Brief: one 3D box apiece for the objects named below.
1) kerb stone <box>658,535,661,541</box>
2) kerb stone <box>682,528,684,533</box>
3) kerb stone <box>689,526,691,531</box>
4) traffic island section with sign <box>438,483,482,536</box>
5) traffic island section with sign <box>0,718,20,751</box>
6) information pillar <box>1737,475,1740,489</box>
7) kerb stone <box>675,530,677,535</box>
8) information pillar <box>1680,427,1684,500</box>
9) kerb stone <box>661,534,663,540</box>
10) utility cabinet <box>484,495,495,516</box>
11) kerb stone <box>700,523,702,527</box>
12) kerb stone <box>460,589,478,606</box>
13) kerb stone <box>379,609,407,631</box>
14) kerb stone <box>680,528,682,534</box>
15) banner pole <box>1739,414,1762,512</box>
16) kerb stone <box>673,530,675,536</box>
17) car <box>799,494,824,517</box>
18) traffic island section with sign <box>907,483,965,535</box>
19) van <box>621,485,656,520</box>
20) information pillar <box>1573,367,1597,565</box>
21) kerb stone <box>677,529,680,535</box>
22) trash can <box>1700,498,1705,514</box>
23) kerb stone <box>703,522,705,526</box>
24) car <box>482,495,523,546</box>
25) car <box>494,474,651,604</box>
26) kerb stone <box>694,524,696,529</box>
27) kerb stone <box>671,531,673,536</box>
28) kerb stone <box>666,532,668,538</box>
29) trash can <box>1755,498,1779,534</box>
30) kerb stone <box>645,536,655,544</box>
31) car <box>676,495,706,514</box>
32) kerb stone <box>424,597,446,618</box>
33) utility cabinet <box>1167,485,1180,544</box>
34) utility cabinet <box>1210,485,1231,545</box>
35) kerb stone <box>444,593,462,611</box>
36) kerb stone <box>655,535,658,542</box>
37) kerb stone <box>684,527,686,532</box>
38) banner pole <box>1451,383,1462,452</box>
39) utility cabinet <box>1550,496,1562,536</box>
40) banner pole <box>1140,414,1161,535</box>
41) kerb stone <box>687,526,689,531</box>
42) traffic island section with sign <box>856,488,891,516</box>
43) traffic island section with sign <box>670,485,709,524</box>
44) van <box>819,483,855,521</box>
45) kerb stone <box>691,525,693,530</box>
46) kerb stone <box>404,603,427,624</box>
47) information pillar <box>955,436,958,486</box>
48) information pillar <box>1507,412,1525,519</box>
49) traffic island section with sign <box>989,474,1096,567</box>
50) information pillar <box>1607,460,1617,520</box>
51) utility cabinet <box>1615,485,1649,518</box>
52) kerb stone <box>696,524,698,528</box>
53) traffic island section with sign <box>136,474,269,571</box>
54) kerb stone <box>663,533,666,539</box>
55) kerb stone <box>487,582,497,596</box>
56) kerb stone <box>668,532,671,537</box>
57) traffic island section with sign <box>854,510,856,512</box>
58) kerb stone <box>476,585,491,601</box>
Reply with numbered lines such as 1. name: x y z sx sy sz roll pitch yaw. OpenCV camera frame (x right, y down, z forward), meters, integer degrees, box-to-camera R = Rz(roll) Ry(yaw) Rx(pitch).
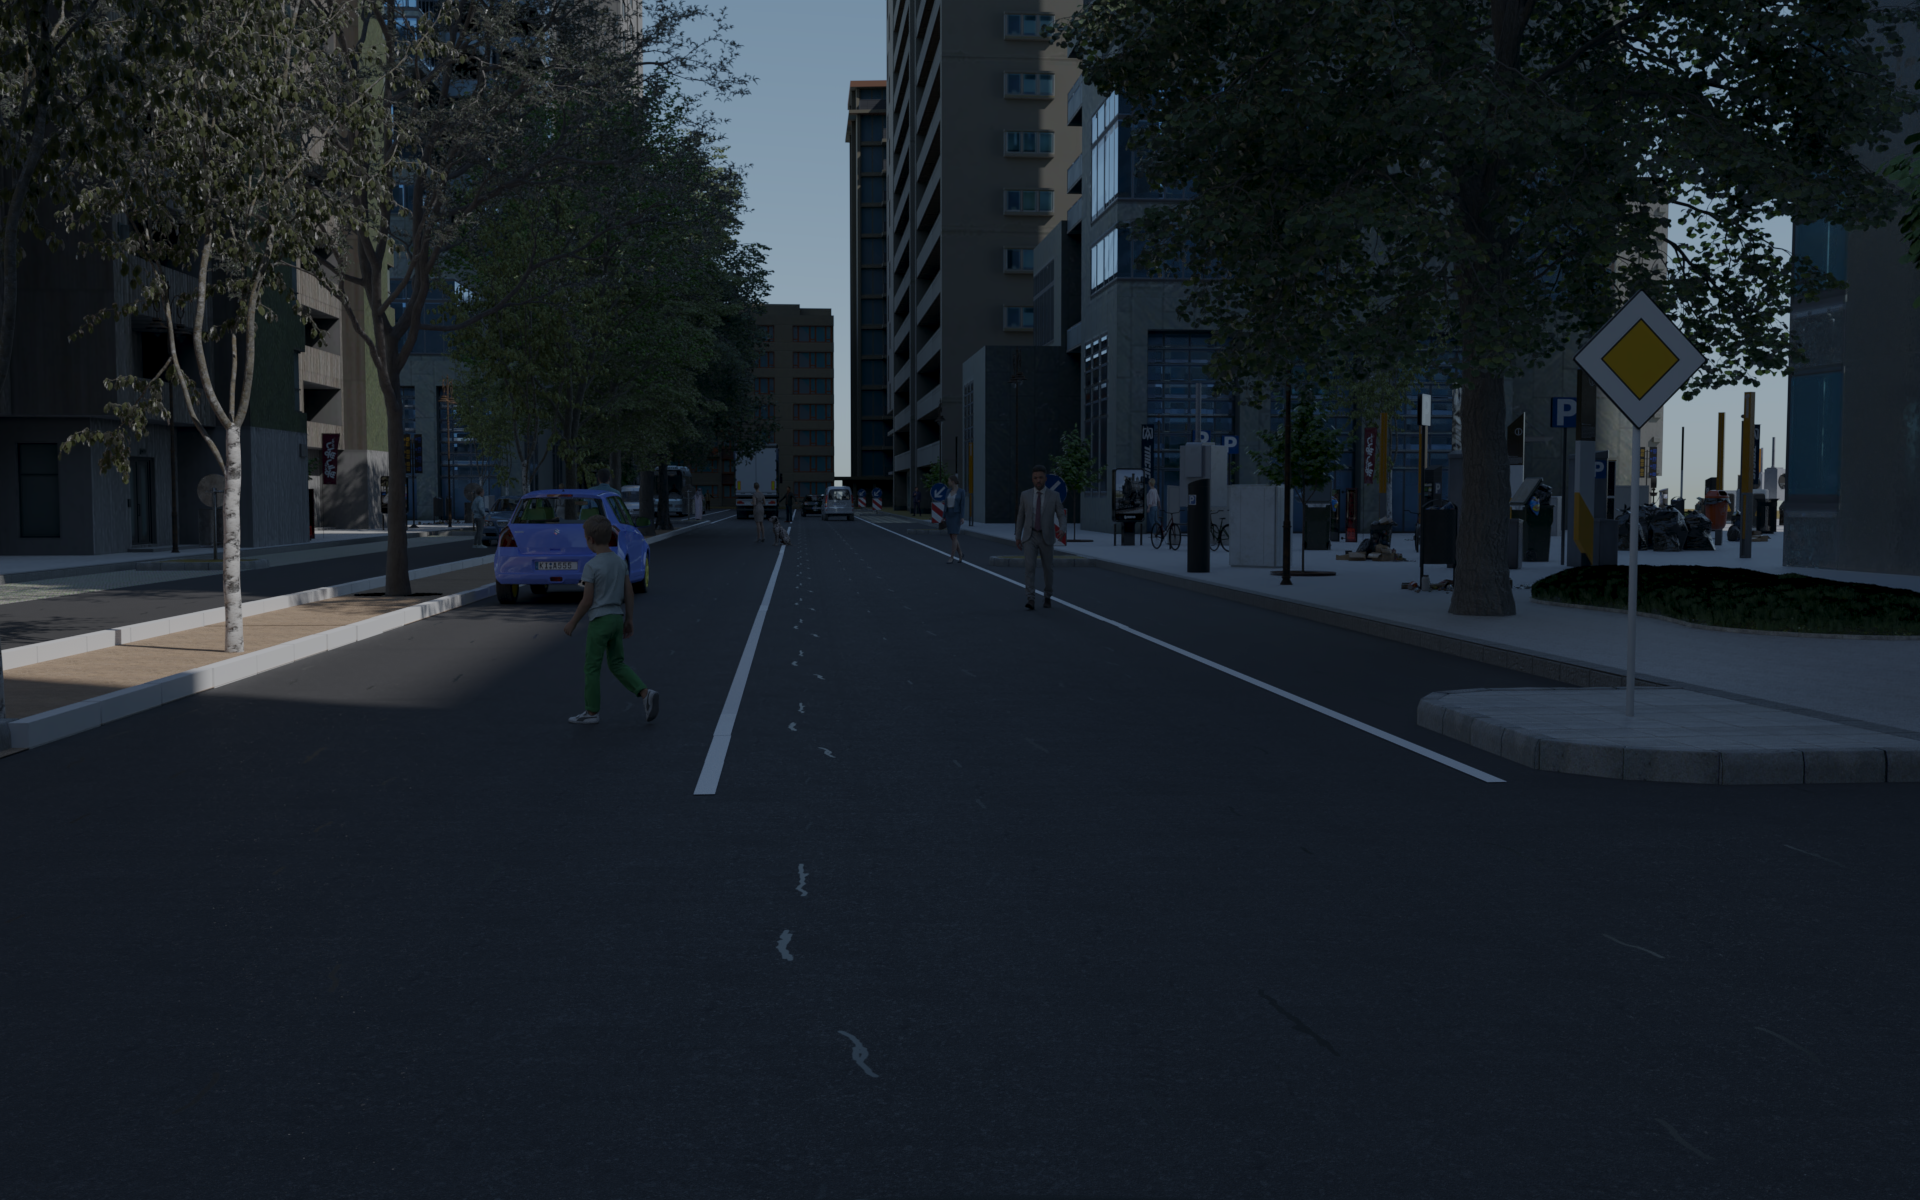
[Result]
1. kerb stone: -9.183 -1.829 52.098 0.120 0.150 1.000 0 4 -5
2. kerb stone: -10.119 -2.451 62.301 0.120 0.150 1.000 0 4 -5
3. kerb stone: -10.503 -2.702 66.377 0.120 0.150 1.000 0 4 -5
4. traffic island section with sign: -16.883 -3.141 59.991 1.989 1.847 2.006 0 4 -5
5. traffic island section with sign: -6.233 -0.036 8.726 2.006 1.907 1.989 0 4 -5
6. information pillar: 29.582 -3.728 65.438 0.304 2.012 0.304 -1 4 -18
7. kerb stone: -9.844 -2.265 59.229 0.120 0.150 1.000 0 4 -5
8. information pillar: 25.171 -4.222 60.389 0.183 3.616 0.504 1 4 23
9. kerb stone: -9.272 -1.890 53.118 0.120 0.150 1.000 0 4 -5
10. utility cabinet: -21.293 -4.113 78.405 0.306 1.237 1.020 -2 4 -25
11. kerb stone: -11.155 -3.138 73.509 0.120 0.150 1.000 0 4 -5
12. kerb stone: -6.455 -0.019 22.511 0.120 0.150 1.000 0 4 -5
13. kerb stone: -6.085 0.231 18.422 0.120 0.150 1.000 0 4 -5
14. kerb stone: -10.024 -2.390 61.273 0.120 0.150 1.000 0 4 -5
15. banner pole: 24.784 -3.942 54.475 0.863 3.779 0.401 -1 4 -11
16. kerb stone: -9.755 -2.202 58.211 0.120 0.150 1.000 0 4 -5
17. car: -9.229 -6.141 110.184 2.009 1.686 4.222 0 4 -7
18. traffic island section with sign: -0.893 -3.275 62.171 1.989 1.847 2.006 0 4 -5
19. van: -15.173 -4.507 80.703 2.013 2.044 4.112 0 4 -7
20. information pillar: 9.762 -2.182 27.022 0.504 3.616 0.183 -3 5 -42
21. kerb stone: -9.937 -2.327 60.247 0.120 0.150 1.000 0 4 -5
22. trash can: 28.119 -3.260 64.946 0.748 1.137 0.748 0 3 0
23. kerb stone: -11.338 -3.263 75.551 0.120 0.150 1.000 0 4 -5
24. car: -12.515 -2.286 49.375 2.014 1.417 4.499 0 4 -6
25. car: -5.295 -0.880 23.981 1.945 1.707 3.694 0 4 -4
26. kerb stone: -10.785 -2.888 69.431 0.120 0.150 1.000 0 4 -5
27. kerb stone: -9.653 -2.134 57.194 0.120 0.150 1.000 0 4 -5
28. kerb stone: -9.464 -2.014 55.158 0.120 0.150 1.000 0 4 -5
29. trash can: 26.026 -2.705 55.876 0.748 1.137 0.748 0 3 0
30. kerb stone: -8.997 -1.701 50.062 0.120 0.150 1.000 0 4 -5
31. car: -19.254 -6.858 123.918 2.131 1.459 4.920 0 4 -3
32. kerb stone: -6.275 0.105 20.474 0.120 0.150 1.000 0 4 -5
33. utility cabinet: 5.428 -2.158 43.956 0.318 1.500 1.173 0 4 5
34. utility cabinet: 6.689 -2.125 43.426 0.318 1.500 1.173 -2 4 -24
35. kerb stone: -6.370 0.043 21.492 0.120 0.150 1.000 0 4 -5
36. kerb stone: -9.091 -1.767 51.080 0.120 0.150 1.000 0 4 -5
37. kerb stone: -10.218 -2.515 63.318 0.120 0.150 1.000 0 4 -5
38. banner pole: 9.873 -2.689 33.983 0.863 3.779 0.401 -3 4 -39
39. utility cabinet: 17.834 -2.556 52.947 0.306 1.237 1.020 -3 5 -44
40. banner pole: 6.026 -3.936 54.367 0.863 3.779 0.401 3 4 36
41. kerb stone: -10.407 -2.640 65.354 0.120 0.150 1.000 0 4 -5
42. traffic island section with sign: -5.529 -6.352 112.476 1.989 1.847 2.006 0 4 -5
43. traffic island section with sign: -13.136 -4.612 83.548 2.006 1.907 1.989 0 4 -5
44. van: -6.666 -5.335 94.238 2.013 2.044 4.112 0 4 -7
45. kerb stone: -10.594 -2.760 67.395 0.120 0.150 1.000 0 4 -5
46. kerb stone: -6.177 0.169 19.440 0.120 0.150 1.000 0 4 -5
47. information pillar: -0.132 -4.831 70.336 0.183 3.616 0.504 0 4 2
48. information pillar: 15.967 -3.573 49.778 0.504 3.616 0.183 2 4 33
49. traffic island section with sign: 1.617 -1.612 34.987 1.989 1.847 2.006 0 4 -5
50. information pillar: 13.819 -1.995 37.107 0.304 2.012 0.304 -1 4 -22
51. utility cabinet: 16.872 -2.165 44.070 1.173 1.500 0.318 1 4 15
52. kerb stone: -10.867 -2.951 70.451 0.120 0.150 1.000 0 4 -5
53. traffic island section with sign: -14.402 -1.500 33.150 1.989 1.847 2.006 0 4 -5
54. kerb stone: -9.369 -1.953 54.140 0.120 0.150 1.000 0 4 -5
55. kerb stone: -6.644 -0.144 24.555 0.120 0.150 1.000 0 4 -5
56. kerb stone: -9.557 -2.074 56.176 0.120 0.150 1.000 0 4 -5
57. traffic island section with sign: -8.069 -8.043 140.127 1.989 1.847 2.006 0 4 -5
58. kerb stone: -6.559 -0.068 23.535 0.120 0.150 1.000 0 4 -5
